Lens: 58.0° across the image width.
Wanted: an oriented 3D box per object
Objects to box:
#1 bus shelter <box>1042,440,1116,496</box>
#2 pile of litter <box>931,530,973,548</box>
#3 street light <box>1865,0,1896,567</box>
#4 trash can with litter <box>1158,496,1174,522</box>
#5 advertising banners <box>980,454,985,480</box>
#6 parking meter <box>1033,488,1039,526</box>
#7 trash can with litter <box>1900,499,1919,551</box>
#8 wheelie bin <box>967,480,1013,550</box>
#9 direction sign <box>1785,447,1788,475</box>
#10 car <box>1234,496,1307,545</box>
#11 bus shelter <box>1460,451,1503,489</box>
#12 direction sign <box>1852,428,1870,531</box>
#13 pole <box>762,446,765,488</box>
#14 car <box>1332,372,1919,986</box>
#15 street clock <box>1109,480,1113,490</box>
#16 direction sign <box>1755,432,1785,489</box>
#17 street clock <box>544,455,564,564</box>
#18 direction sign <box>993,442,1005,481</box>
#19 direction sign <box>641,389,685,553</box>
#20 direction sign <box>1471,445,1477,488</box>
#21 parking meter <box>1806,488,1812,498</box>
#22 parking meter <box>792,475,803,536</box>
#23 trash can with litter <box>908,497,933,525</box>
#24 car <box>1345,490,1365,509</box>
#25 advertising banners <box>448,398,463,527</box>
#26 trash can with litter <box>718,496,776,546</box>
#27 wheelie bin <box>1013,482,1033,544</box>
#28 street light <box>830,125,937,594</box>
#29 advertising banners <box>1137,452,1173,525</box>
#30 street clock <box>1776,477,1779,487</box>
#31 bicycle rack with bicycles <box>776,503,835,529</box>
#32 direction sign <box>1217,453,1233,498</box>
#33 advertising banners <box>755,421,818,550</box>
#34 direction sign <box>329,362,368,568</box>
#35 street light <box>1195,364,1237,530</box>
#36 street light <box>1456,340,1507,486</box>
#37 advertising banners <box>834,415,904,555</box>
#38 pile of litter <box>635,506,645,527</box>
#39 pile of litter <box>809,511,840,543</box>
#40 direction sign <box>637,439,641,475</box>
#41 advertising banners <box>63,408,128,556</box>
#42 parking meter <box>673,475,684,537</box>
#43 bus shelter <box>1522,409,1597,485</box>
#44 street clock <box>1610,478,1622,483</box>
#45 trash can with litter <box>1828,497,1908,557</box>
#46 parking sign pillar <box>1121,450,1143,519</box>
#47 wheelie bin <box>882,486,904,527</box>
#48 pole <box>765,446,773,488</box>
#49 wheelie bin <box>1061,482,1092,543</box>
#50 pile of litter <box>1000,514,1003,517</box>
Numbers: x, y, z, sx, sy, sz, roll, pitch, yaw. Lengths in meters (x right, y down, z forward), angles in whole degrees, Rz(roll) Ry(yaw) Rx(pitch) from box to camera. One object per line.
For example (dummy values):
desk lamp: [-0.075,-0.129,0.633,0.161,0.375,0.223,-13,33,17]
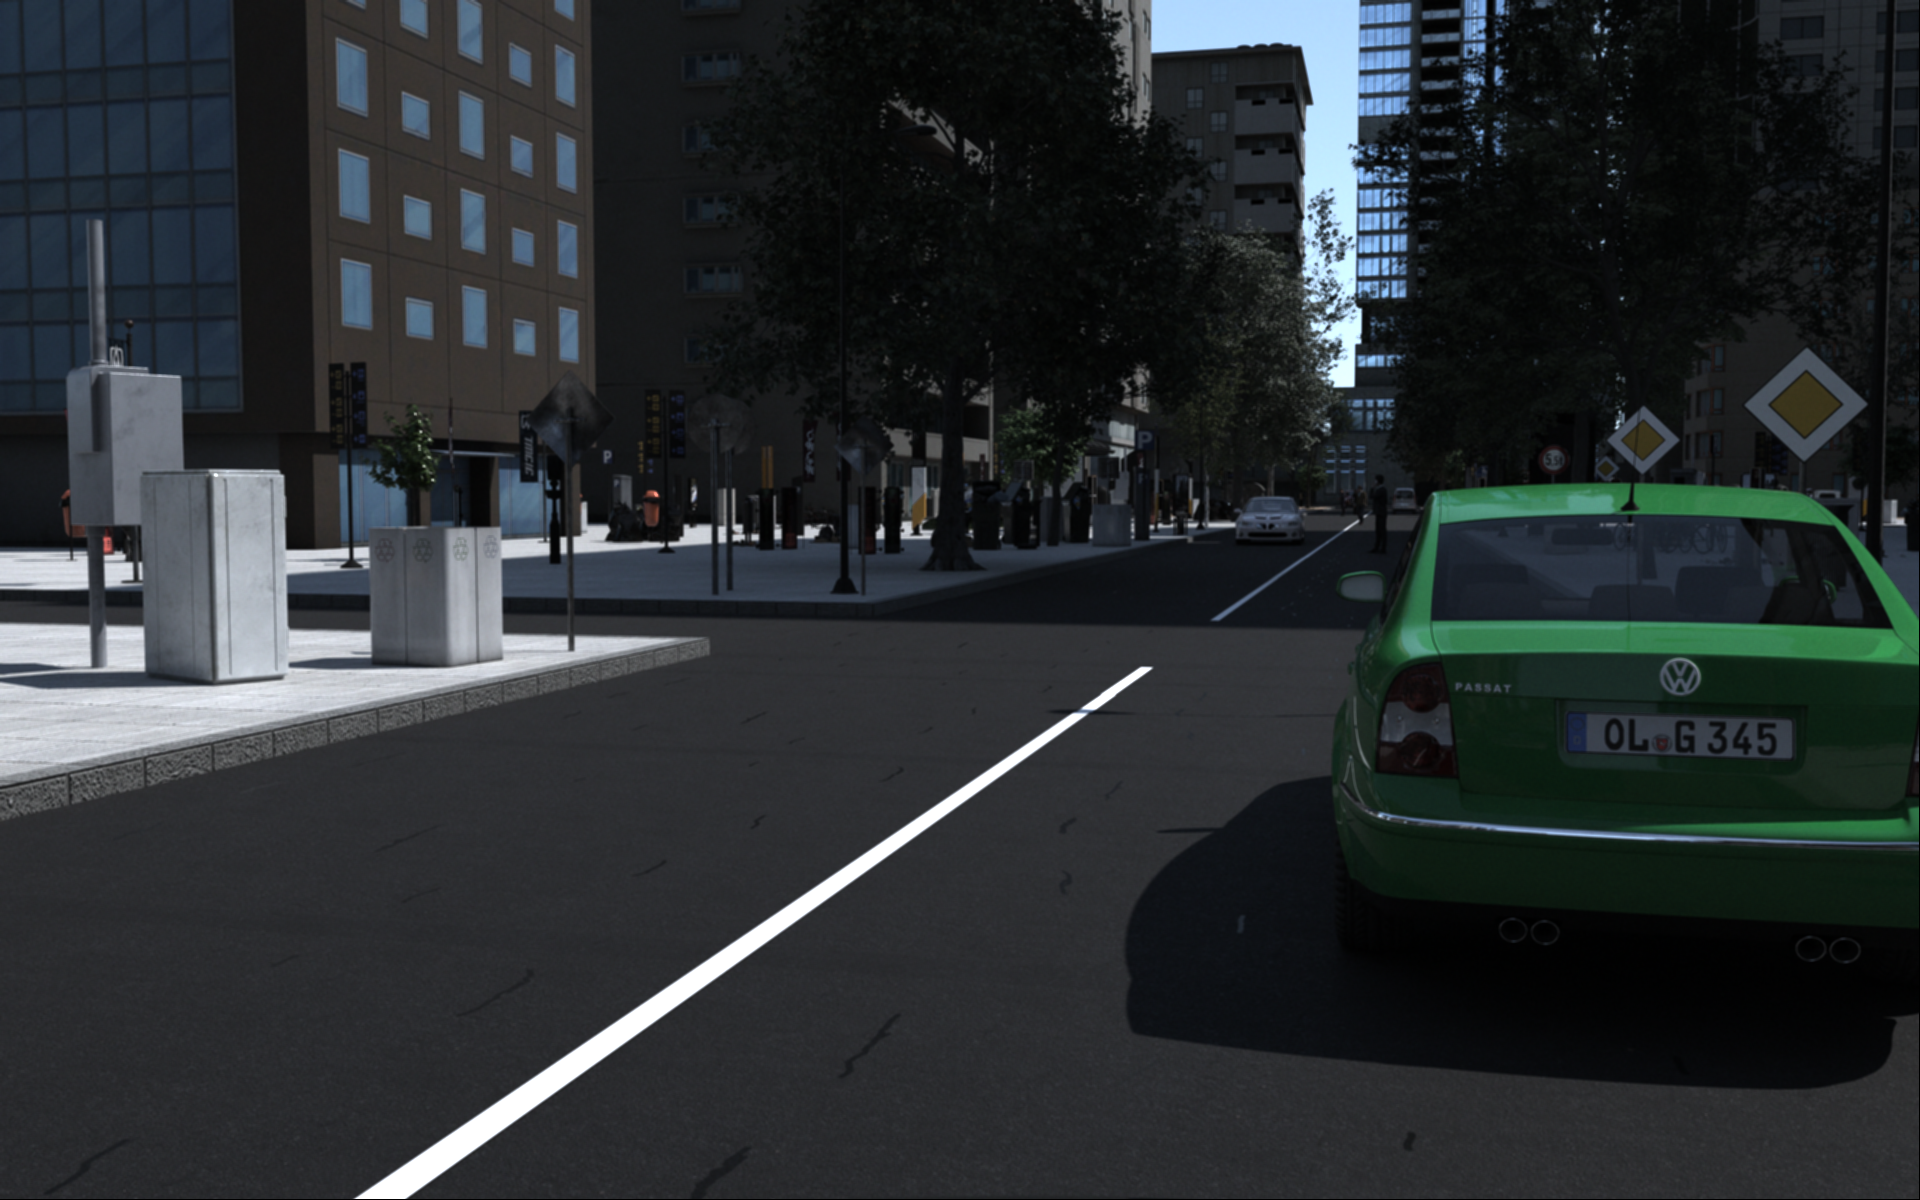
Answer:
bus shelter: [4.060,-4.111,61.141,2.014,3.302,5.546,1,4,14]
pile of litter: [-0.087,-1.701,41.775,1.176,0.858,1.719,2,4,34]
street light: [5.691,-2.400,11.788,1.470,5.913,1.316,1,4,14]
trash can with litter: [9.748,-4.231,80.226,1.678,1.210,2.233,2,4,33]
advertising banners: [0.660,-4.913,76.512,0.090,3.025,2.074,-2,4,-24]
parking meter: [3.168,-3.808,70.669,0.372,1.533,0.369,0,3,0]
trash can with litter: [21.748,-1.680,38.863,1.055,1.170,0.624,0,4,4]
wheelie bin: [0.632,-1.948,39.752,0.980,1.594,0.693,0,4,6]
direction sign: [34.329,-4.947,72.877,0.876,3.537,0.379,2,4,33]
car: [9.054,-2.326,50.395,2.083,1.381,4.827,1,4,13]
bus shelter: [24.977,-5.431,82.715,2.014,3.302,5.546,1,4,14]
direction sign: [30.975,-4.124,59.428,0.876,3.537,0.379,-1,4,-17]
pole: [-8.360,-4.900,73.956,0.158,3.312,0.155,0,3,0]
car: [2.395,0.137,6.561,1.959,1.807,4.718,1,4,15]
street clock: [7.669,-5.120,88.274,0.358,2.002,0.471,2,4,26]
direction sign: [29.330,-4.338,62.916,0.876,3.537,0.379,2,4,32]
street clock: [-7.454,-1.668,31.840,0.358,2.002,0.471,-1,4,-9]
direction sign: [1.624,-4.927,72.549,0.379,3.537,0.876,2,4,34]
direction sign: [-6.404,-2.794,37.683,0.876,3.537,0.379,-2,4,-25]
direction sign: [23.626,-5.363,79.682,0.379,3.537,0.876,2,4,32]
parking meter: [36.952,-4.106,75.544,0.372,1.533,0.369,0,3,0]
parking meter: [-5.002,-2.909,53.273,0.399,1.863,0.255,0,4,1]
trash can with litter: [-1.011,-3.756,72.461,2.233,1.210,1.678,0,4,4]
car: [37.327,-9.510,164.162,2.281,1.827,5.304,1,4,12]
advertising banners: [-9.025,-2.128,30.977,0.090,3.025,2.074,-1,4,-20]
trash can with litter: [-5.249,-1.966,43.207,1.678,1.210,2.233,-1,4,-17]
wheelie bin: [1.464,-2.246,44.638,0.693,1.594,0.980,-2,4,-28]
street light: [-0.971,-3.029,22.071,1.470,5.913,1.316,1,4,14]
advertising banners: [8.100,-4.648,72.189,0.090,3.025,2.074,-3,4,-39]
street clock: [33.088,-4.041,70.635,0.358,2.002,0.471,-3,4,-36]
bicycle rack with bicycles: [-6.385,-3.429,69.440,2.925,0.926,2.852,0,4,-4]
direction sign: [13.653,-5.938,89.078,0.876,3.537,0.379,1,4,18]
advertising banners: [-3.982,-2.688,40.140,0.090,3.025,2.074,3,4,38]
direction sign: [-10.571,-2.324,29.989,0.876,3.537,0.379,2,4,28]
street light: [9.212,-5.487,62.247,1.470,5.913,1.316,1,4,14]
street light: [15.758,-4.853,51.892,1.470,5.913,1.316,1,4,14]
advertising banners: [-1.947,-2.480,36.728,0.090,3.025,2.074,3,5,43]
pile of litter: [-11.419,-3.032,63.541,1.176,0.858,1.719,1,4,18]
pile of litter: [-3.100,-1.945,45.772,1.719,0.858,1.176,0,4,3]
direction sign: [-12.953,-4.850,71.289,0.379,3.537,0.876,2,4,35]
advertising banners: [-17.983,-2.458,36.382,0.090,3.025,2.074,1,4,16]
parking meter: [-8.450,-2.830,51.987,0.255,1.863,0.399,-1,4,-16]
bus shelter: [16.896,-3.542,49.190,1.731,3.624,6.357,1,4,14]
street clock: [29.777,-4.529,78.616,0.471,2.002,0.358,3,4,38]
trash can with litter: [18.335,-1.514,35.806,1.678,1.210,2.233,-3,5,-42]
parking sign pillar: [9.069,-6.242,90.534,1.447,3.967,1.447,1,4,13]
wheelie bin: [-2.581,-3.648,67.546,0.980,1.594,0.693,-3,5,-44]
pole: [-7.999,-4.850,73.138,0.158,3.312,0.155,0,3,0]
wheelie bin: [3.080,-2.303,45.563,0.693,1.594,0.980,-1,4,-17]
pile of litter: [2.153,-4.325,84.685,1.719,0.858,1.176,-1,4,-14]
